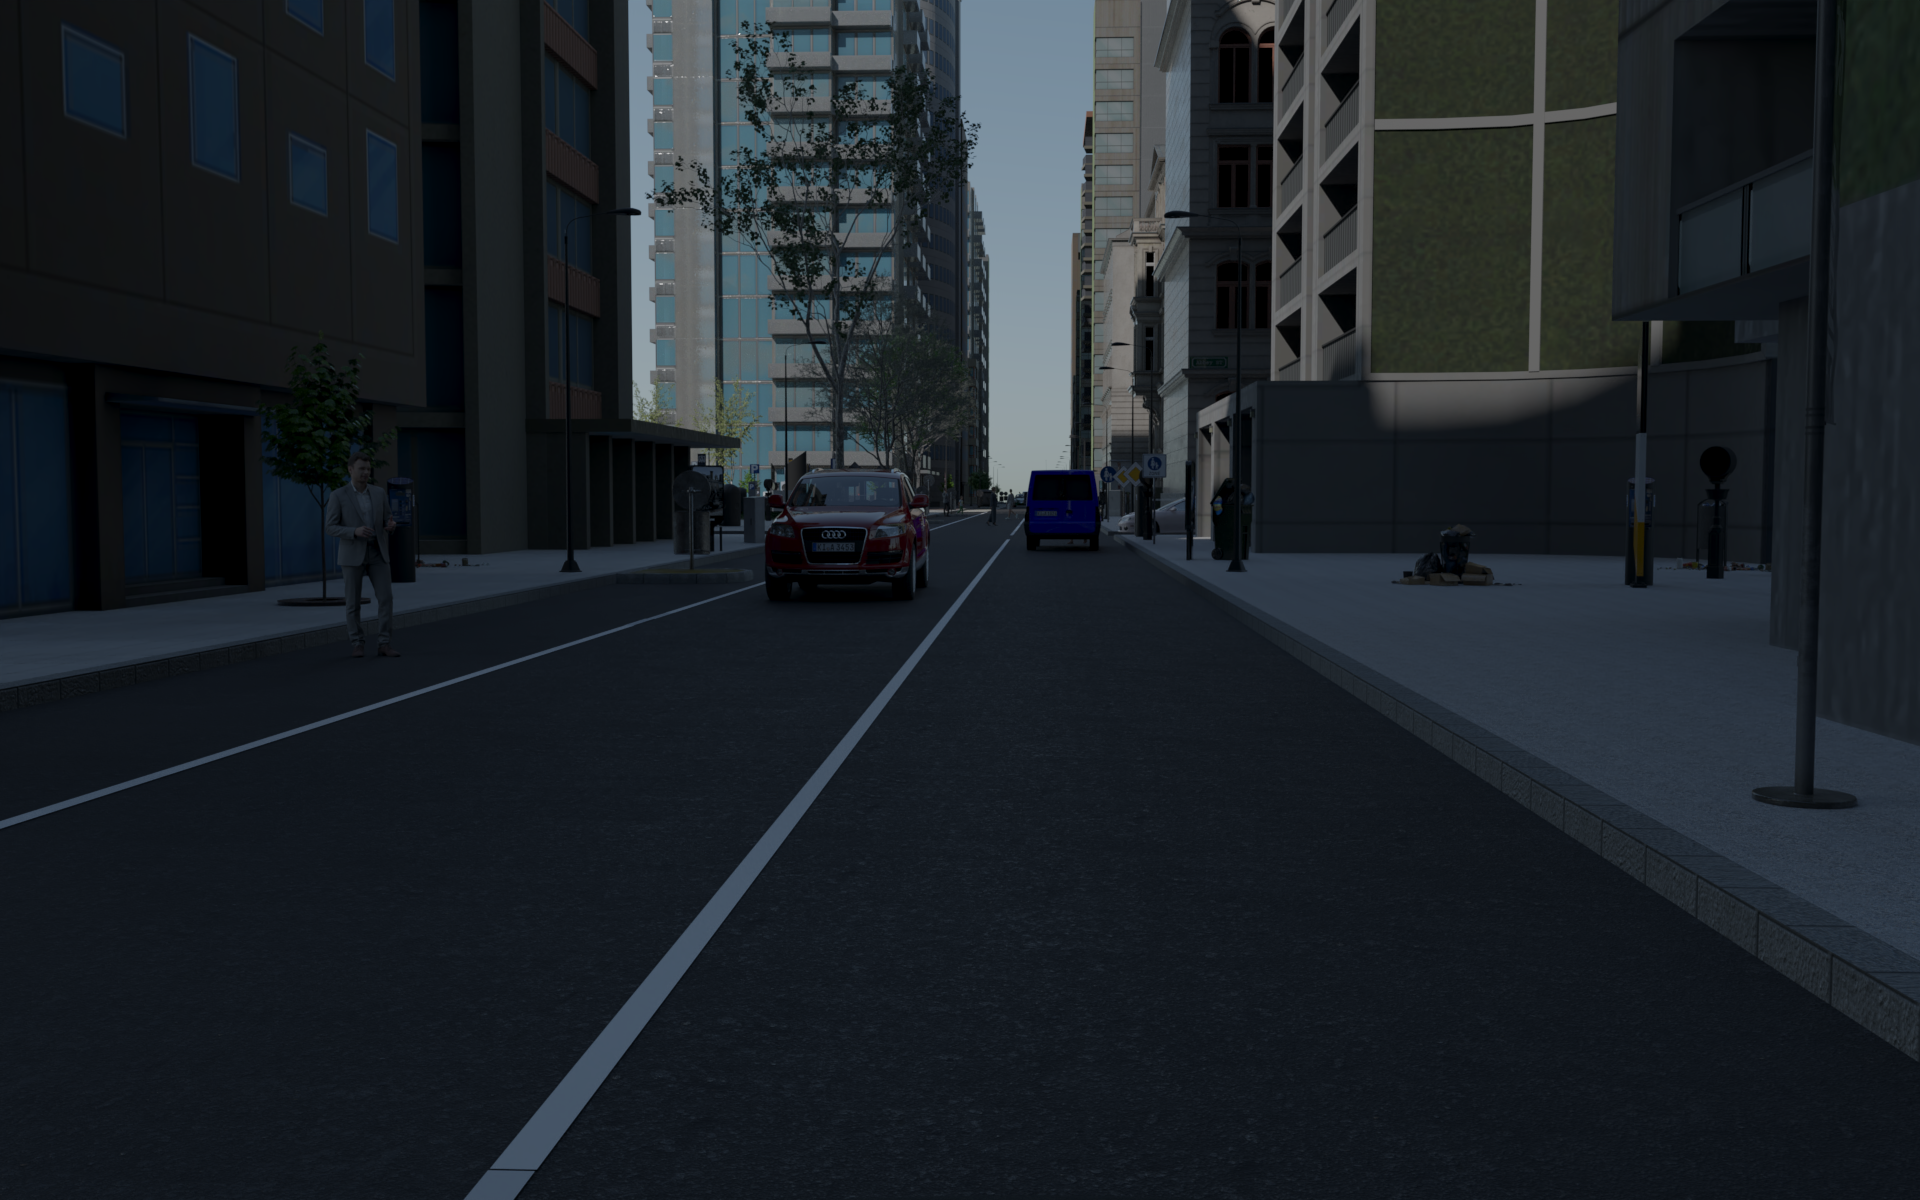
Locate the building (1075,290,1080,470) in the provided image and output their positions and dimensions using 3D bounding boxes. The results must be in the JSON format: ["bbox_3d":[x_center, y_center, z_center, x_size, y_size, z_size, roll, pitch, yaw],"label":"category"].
[{"bbox_3d":[23.250,-28.892,244.087,14.160,30.474,14.107,0,4,3],"label":"building"}]

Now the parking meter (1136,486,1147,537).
[{"bbox_3d":[5.465,-2.663,51.947,0.372,1.533,0.369,0,3,0],"label":"parking meter"}]

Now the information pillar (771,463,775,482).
[{"bbox_3d":[-14.058,-8.487,130.116,0.183,3.616,0.504,2,4,24],"label":"information pillar"}]

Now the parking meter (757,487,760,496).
[{"bbox_3d":[-16.003,-8.027,136.950,0.399,1.863,0.255,0,4,-4],"label":"parking meter"}]

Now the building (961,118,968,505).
[{"bbox_3d":[-6.301,-33.798,202.703,14.600,45.320,14.200,0,4,3],"label":"building"}]

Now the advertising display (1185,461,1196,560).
[{"bbox_3d":[4.498,-1.752,33.854,0.123,1.923,0.974,1,4,12],"label":"advertising display"}]

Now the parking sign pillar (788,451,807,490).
[{"bbox_3d":[-10.207,-7.287,107.620,1.447,3.967,1.447,-1,4,-21],"label":"parking sign pillar"}]

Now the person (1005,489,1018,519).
[{"bbox_3d":[2.955,-5.497,99.121,0.760,1.731,0.466,1,4,18],"label":"person"}]

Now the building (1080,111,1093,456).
[{"bbox_3d":[24.855,-33.089,195.622,22.147,44.769,28.867,0,4,3],"label":"building"}]

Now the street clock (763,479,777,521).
[{"bbox_3d":[-9.152,-4.777,82.679,0.358,2.002,0.471,2,4,28],"label":"street clock"}]

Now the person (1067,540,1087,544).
[{"bbox_3d":[3.306,-2.515,49.712,0.616,1.811,0.778,3,5,43],"label":"person"}]

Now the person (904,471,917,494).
[{"bbox_3d":[-0.912,-1.276,29.463,0.850,1.850,0.679,-2,4,-30],"label":"person"}]

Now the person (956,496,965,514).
[{"bbox_3d":[0.043,-6.229,114.586,0.590,1.304,0.306,1,4,19],"label":"person"}]

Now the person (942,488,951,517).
[{"bbox_3d":[-0.856,-6.172,109.600,0.592,1.802,0.473,-3,4,-38],"label":"person"}]

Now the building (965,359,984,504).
[{"bbox_3d":[-11.044,-23.932,236.321,27.650,21.520,28.899,0,4,3],"label":"building"}]

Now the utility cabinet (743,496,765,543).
[{"bbox_3d":[-5.433,-2.110,45.664,0.306,1.237,1.020,-2,4,-23],"label":"utility cabinet"}]

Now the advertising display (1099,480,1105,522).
[{"bbox_3d":[6.655,-4.656,81.340,0.123,1.923,0.974,0,4,-4],"label":"advertising display"}]

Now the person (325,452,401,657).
[{"bbox_3d":[-5.201,-0.397,15.190,0.583,1.804,0.606,3,5,44],"label":"person"}]

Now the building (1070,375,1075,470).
[{"bbox_3d":[30.951,-25.715,265.476,27.650,21.520,28.899,0,4,3],"label":"building"}]

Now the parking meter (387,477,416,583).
[{"bbox_3d":[-8.102,-1.022,25.121,0.372,1.533,0.369,0,3,0],"label":"parking meter"}]

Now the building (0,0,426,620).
[{"bbox_3d":[-15.977,-22.649,20.415,14.600,45.320,14.200,0,4,3],"label":"building"}]

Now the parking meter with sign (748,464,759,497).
[{"bbox_3d":[-12.007,-6.351,100.098,0.543,3.016,1.738,0,4,4],"label":"parking meter with sign"}]

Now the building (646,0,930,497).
[{"bbox_3d":[-14.228,-32.573,152.181,23.786,49.044,30.456,0,4,3],"label":"building"}]

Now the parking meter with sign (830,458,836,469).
[{"bbox_3d":[-5.709,-5.365,83.983,0.543,3.016,1.738,-2,4,-25],"label":"parking meter with sign"}]

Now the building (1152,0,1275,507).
[{"bbox_3d":[19.506,-17.123,67.346,23.554,28.519,14.401,0,4,3],"label":"building"}]

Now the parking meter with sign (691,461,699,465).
[{"bbox_3d":[-13.567,-5.919,93.029,0.543,3.016,1.738,3,5,42],"label":"parking meter with sign"}]

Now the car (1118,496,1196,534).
[{"bbox_3d":[7.675,-2.772,57.684,4.827,1.381,2.083,0,4,3],"label":"car"}]

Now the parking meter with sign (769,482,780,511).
[{"bbox_3d":[-12.009,-7.063,111.747,1.738,3.016,0.543,-1,4,-20],"label":"parking meter with sign"}]

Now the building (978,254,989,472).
[{"bbox_3d":[-2.370,-36.939,287.542,14.154,41.232,14.086,0,4,3],"label":"building"}]

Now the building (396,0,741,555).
[{"bbox_3d":[-21.758,-23.735,42.694,28.867,44.769,22.147,0,4,3],"label":"building"}]

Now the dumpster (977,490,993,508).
[{"bbox_3d":[2.531,-9.758,167.763,1.865,1.857,1.264,0,4,2],"label":"dumpster"}]

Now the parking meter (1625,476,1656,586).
[{"bbox_3d":[9.563,-0.975,24.353,0.372,1.533,0.369,0,3,0],"label":"parking meter"}]

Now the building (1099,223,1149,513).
[{"bbox_3d":[15.312,-16.935,126.042,9.793,20.994,18.267,0,4,3],"label":"building"}]

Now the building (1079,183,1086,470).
[{"bbox_3d":[22.902,-33.400,229.689,14.154,41.232,14.086,0,4,3],"label":"building"}]

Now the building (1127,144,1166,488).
[{"bbox_3d":[16.946,-17.126,99.089,14.460,24.649,34.723,0,4,3],"label":"building"}]

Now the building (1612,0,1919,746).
[{"bbox_3d":[12.033,-19.978,10.231,14.154,41.232,14.086,0,4,3],"label":"building"}]

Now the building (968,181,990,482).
[{"bbox_3d":[-7.437,-39.471,264.964,23.786,49.044,30.456,0,4,3],"label":"building"}]

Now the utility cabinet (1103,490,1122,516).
[{"bbox_3d":[8.575,-5.489,98.423,1.173,1.500,0.318,1,4,23],"label":"utility cabinet"}]

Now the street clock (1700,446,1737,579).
[{"bbox_3d":[11.457,-1.324,26.216,0.358,2.002,0.471,-3,5,-43],"label":"street clock"}]

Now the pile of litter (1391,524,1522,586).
[{"bbox_3d":[7.044,-0.647,24.544,1.719,0.858,1.176,2,4,33],"label":"pile of litter"}]

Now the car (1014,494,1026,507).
[{"bbox_3d":[6.696,-10.762,187.751,2.131,1.459,4.920,0,4,4],"label":"car"}]

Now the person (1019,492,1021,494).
[{"bbox_3d":[8.601,-14.598,247.625,0.683,1.767,0.568,2,4,28],"label":"person"}]

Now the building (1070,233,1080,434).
[{"bbox_3d":[25.374,-38.956,287.033,14.600,45.320,14.200,0,4,3],"label":"building"}]

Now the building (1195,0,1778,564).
[{"bbox_3d":[16.815,-36.770,39.441,20.563,71.187,20.611,0,4,3],"label":"building"}]

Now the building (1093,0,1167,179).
[{"bbox_3d":[18.143,-28.289,146.127,14.154,41.232,14.086,0,4,3],"label":"building"}]

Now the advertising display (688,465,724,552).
[{"bbox_3d":[-5.633,-2.035,38.488,0.123,1.923,0.974,3,4,39],"label":"advertising display"}]

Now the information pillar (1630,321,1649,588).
[{"bbox_3d":[9.340,-1.982,23.757,0.183,3.616,0.504,1,4,15],"label":"information pillar"}]

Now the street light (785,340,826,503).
[{"bbox_3d":[-4.732,-4.891,52.504,1.470,5.913,1.316,0,4,3],"label":"street light"}]

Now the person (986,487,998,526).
[{"bbox_3d":[1.476,-4.270,78.738,0.534,1.772,0.576,-1,4,-15],"label":"person"}]

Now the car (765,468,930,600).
[{"bbox_3d":[-1.550,-1.010,25.190,2.281,1.827,5.304,0,4,2],"label":"car"}]

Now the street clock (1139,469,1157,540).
[{"bbox_3d":[5.240,-2.674,48.297,0.471,2.002,0.358,-2,4,-32],"label":"street clock"}]

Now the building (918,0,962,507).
[{"bbox_3d":[-11.082,-39.086,181.053,21.231,58.520,28.212,0,4,3],"label":"building"}]

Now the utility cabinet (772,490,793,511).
[{"bbox_3d":[-10.568,-5.781,103.190,1.173,1.500,0.318,-1,4,-13],"label":"utility cabinet"}]
